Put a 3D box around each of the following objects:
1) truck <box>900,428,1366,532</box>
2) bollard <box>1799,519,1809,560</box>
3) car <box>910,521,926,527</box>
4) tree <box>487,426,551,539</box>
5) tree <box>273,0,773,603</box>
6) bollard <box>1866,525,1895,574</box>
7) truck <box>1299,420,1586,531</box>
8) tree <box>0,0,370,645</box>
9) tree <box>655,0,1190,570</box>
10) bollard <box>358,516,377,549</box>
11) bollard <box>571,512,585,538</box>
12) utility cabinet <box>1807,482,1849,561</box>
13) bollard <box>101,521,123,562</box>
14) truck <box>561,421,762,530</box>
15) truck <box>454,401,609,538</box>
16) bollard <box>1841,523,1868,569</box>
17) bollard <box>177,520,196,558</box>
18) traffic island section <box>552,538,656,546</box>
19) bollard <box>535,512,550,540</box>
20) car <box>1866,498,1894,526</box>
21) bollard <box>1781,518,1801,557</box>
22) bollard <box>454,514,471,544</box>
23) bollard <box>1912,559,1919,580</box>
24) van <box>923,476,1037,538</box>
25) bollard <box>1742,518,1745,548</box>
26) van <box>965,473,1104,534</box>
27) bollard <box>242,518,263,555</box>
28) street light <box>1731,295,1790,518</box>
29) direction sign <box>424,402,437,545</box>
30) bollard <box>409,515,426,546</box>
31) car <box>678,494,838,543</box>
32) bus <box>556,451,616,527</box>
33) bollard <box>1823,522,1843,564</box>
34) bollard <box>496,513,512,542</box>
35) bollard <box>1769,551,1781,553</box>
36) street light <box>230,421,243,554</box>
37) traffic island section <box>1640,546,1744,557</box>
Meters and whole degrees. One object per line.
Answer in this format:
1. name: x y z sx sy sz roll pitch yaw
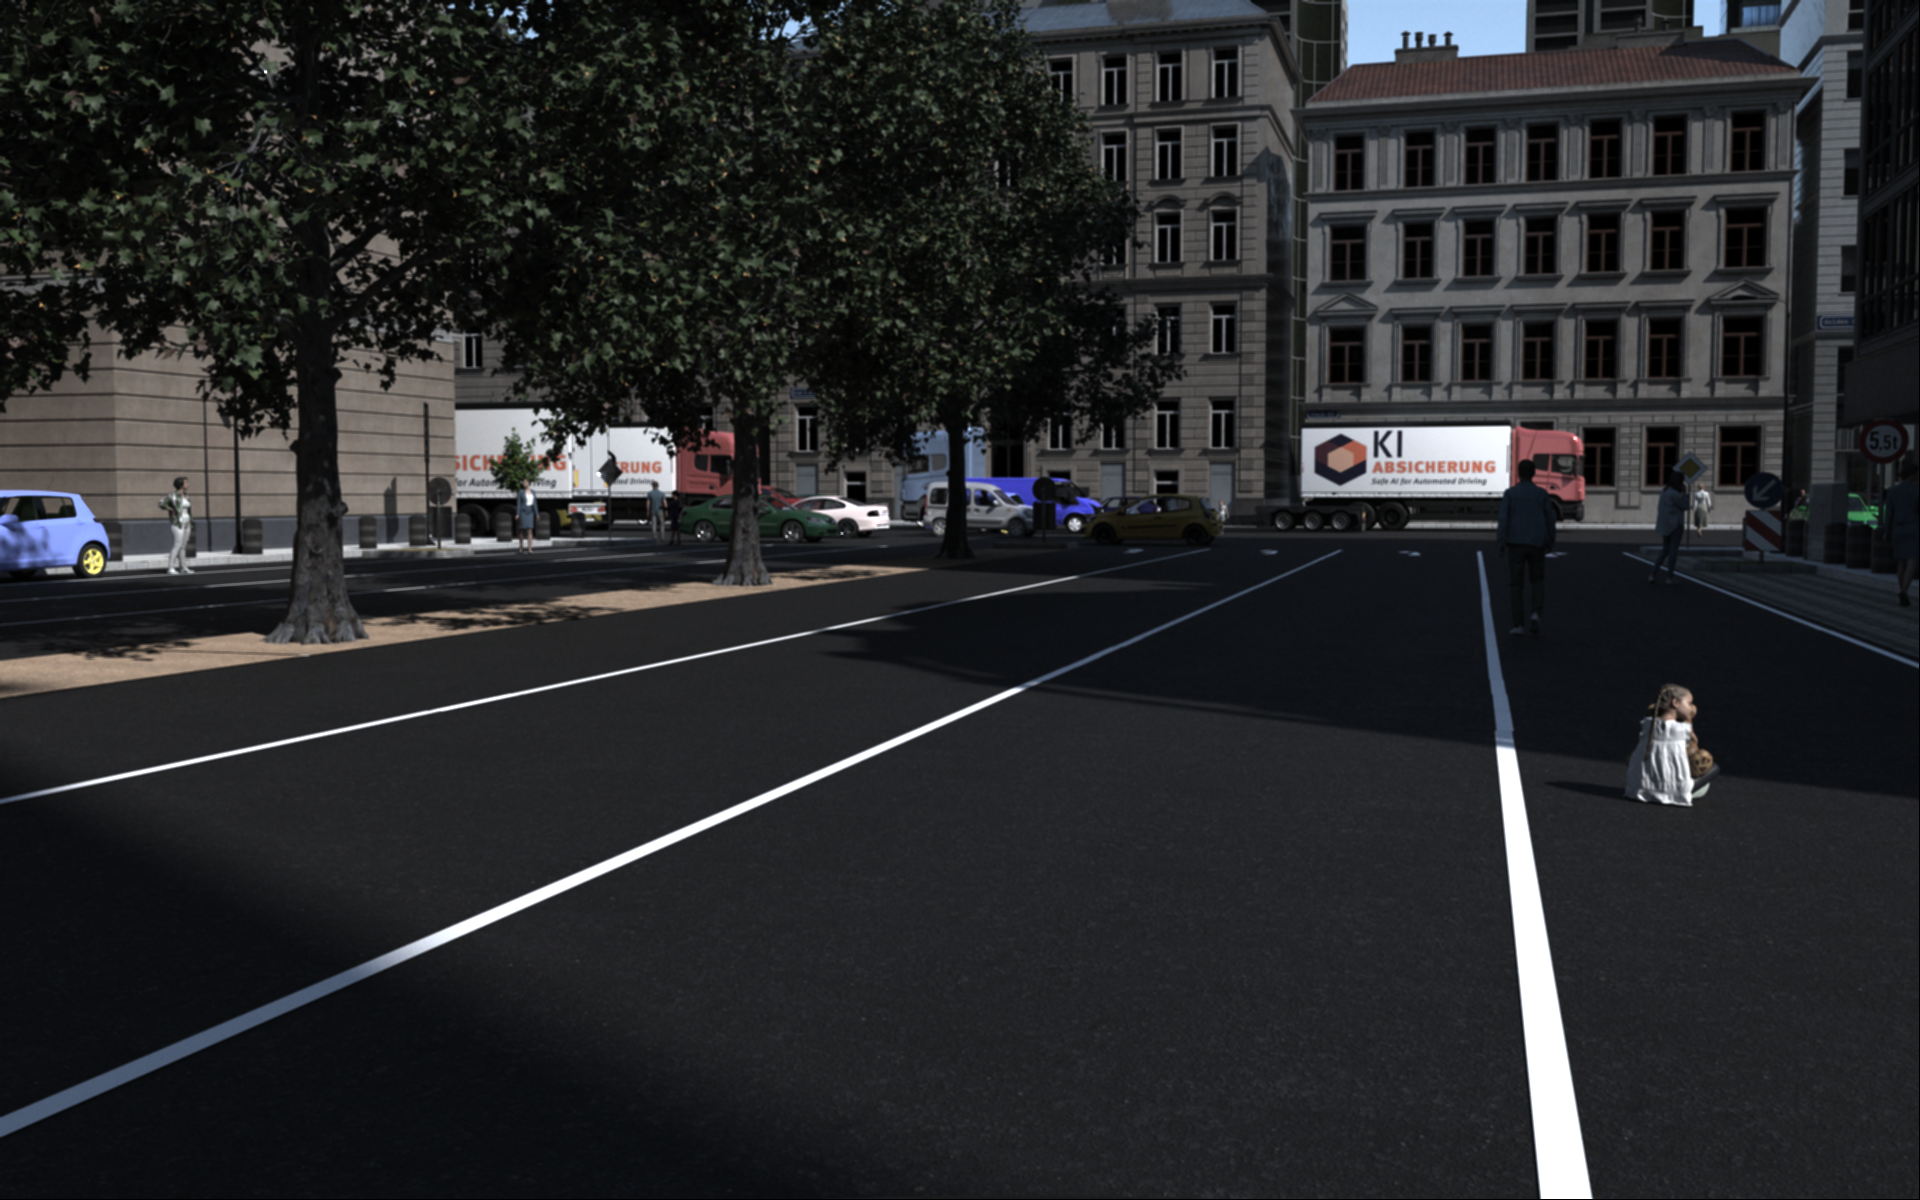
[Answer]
1. truck: 6.226 -4.772 67.777 18.799 4.110 2.967 1 4 16
2. bollard: 16.667 -1.164 33.755 0.404 0.777 0.398 0 3 0
3. car: -0.168 -3.865 75.193 4.499 1.417 2.014 1 4 17
4. tree: -12.786 -3.359 49.514 1.663 3.219 1.824 0 3 0
5. tree: -3.350 -6.577 26.992 9.611 12.733 9.660 0 3 0
6. bollard: 14.967 -0.813 28.006 0.404 0.777 0.398 0 3 0
7. truck: 19.009 -4.793 67.280 11.283 4.237 2.839 1 4 18
8. tree: -6.212 -5.943 16.631 9.611 12.733 9.660 0 3 0
9. tree: -0.049 -7.256 38.107 9.611 12.733 9.660 0 3 0
10. bollard: -13.903 -1.587 40.657 0.404 0.777 0.398 0 3 0
11. bollard: -11.075 -2.172 50.229 0.404 0.777 0.398 0 3 0
12. utility cabinet: 16.439 -1.477 32.835 0.318 1.500 1.173 0 4 7
13. bollard: -16.171 -1.117 32.982 0.404 0.777 0.398 0 3 0
14. truck: -12.797 -4.859 68.356 11.283 4.237 2.839 1 4 17
15. truck: -16.688 -4.023 54.691 11.283 4.237 2.839 1 4 16
16. bollard: 15.535 -0.930 29.918 0.404 0.777 0.398 0 3 0
17. bollard: -15.610 -1.234 34.896 0.404 0.777 0.398 0 3 0
18. traffic island section: -9.911 -1.630 48.934 2.009 0.180 2.903 1 4 16
19. bollard: -11.640 -2.055 48.316 0.404 0.777 0.398 0 3 0
20. car: 35.630 -3.457 65.322 4.718 1.807 1.959 1 4 15
21. bollard: 17.235 -1.282 35.672 0.404 0.777 0.398 0 3 0
22. bollard: -12.775 -1.821 44.483 0.404 0.777 0.398 0 3 0
23. bollard: 14.405 -0.696 26.091 0.404 0.777 0.398 0 3 0
24. van: 0.863 -3.127 58.142 4.112 2.044 2.013 1 4 18
25. bollard: 18.933 -1.634 41.427 0.404 0.777 0.398 0 3 0
26. van: 2.684 -3.611 63.428 5.245 2.365 2.240 1 4 16
27. bollard: -15.039 -1.351 36.810 0.404 0.777 0.398 0 3 0
28. street light: 18.664 -4.150 40.399 1.470 5.913 1.316 1 4 16
29. direction sign: -13.309 -3.136 43.272 0.379 3.537 0.876 -1 4 -12
30. bollard: -13.337 -1.704 42.569 0.404 0.777 0.398 0 3 0
31. car: -6.003 -2.435 51.608 4.920 1.459 2.131 1 4 17
32. bus: -18.159 -4.218 60.509 12.252 3.916 2.896 1 4 18
33. bollard: 16.103 -1.047 31.842 0.404 0.777 0.398 0 3 0
34. bollard: -12.211 -1.938 46.396 0.404 0.777 0.398 0 3 0
35. bollard: 17.800 -1.399 37.595 0.404 0.777 0.398 0 3 0
36. street light: -14.918 -3.927 36.744 1.470 5.913 1.316 1 4 16
37. traffic island section: 17.225 -1.142 40.947 2.009 0.180 2.903 1 4 16
